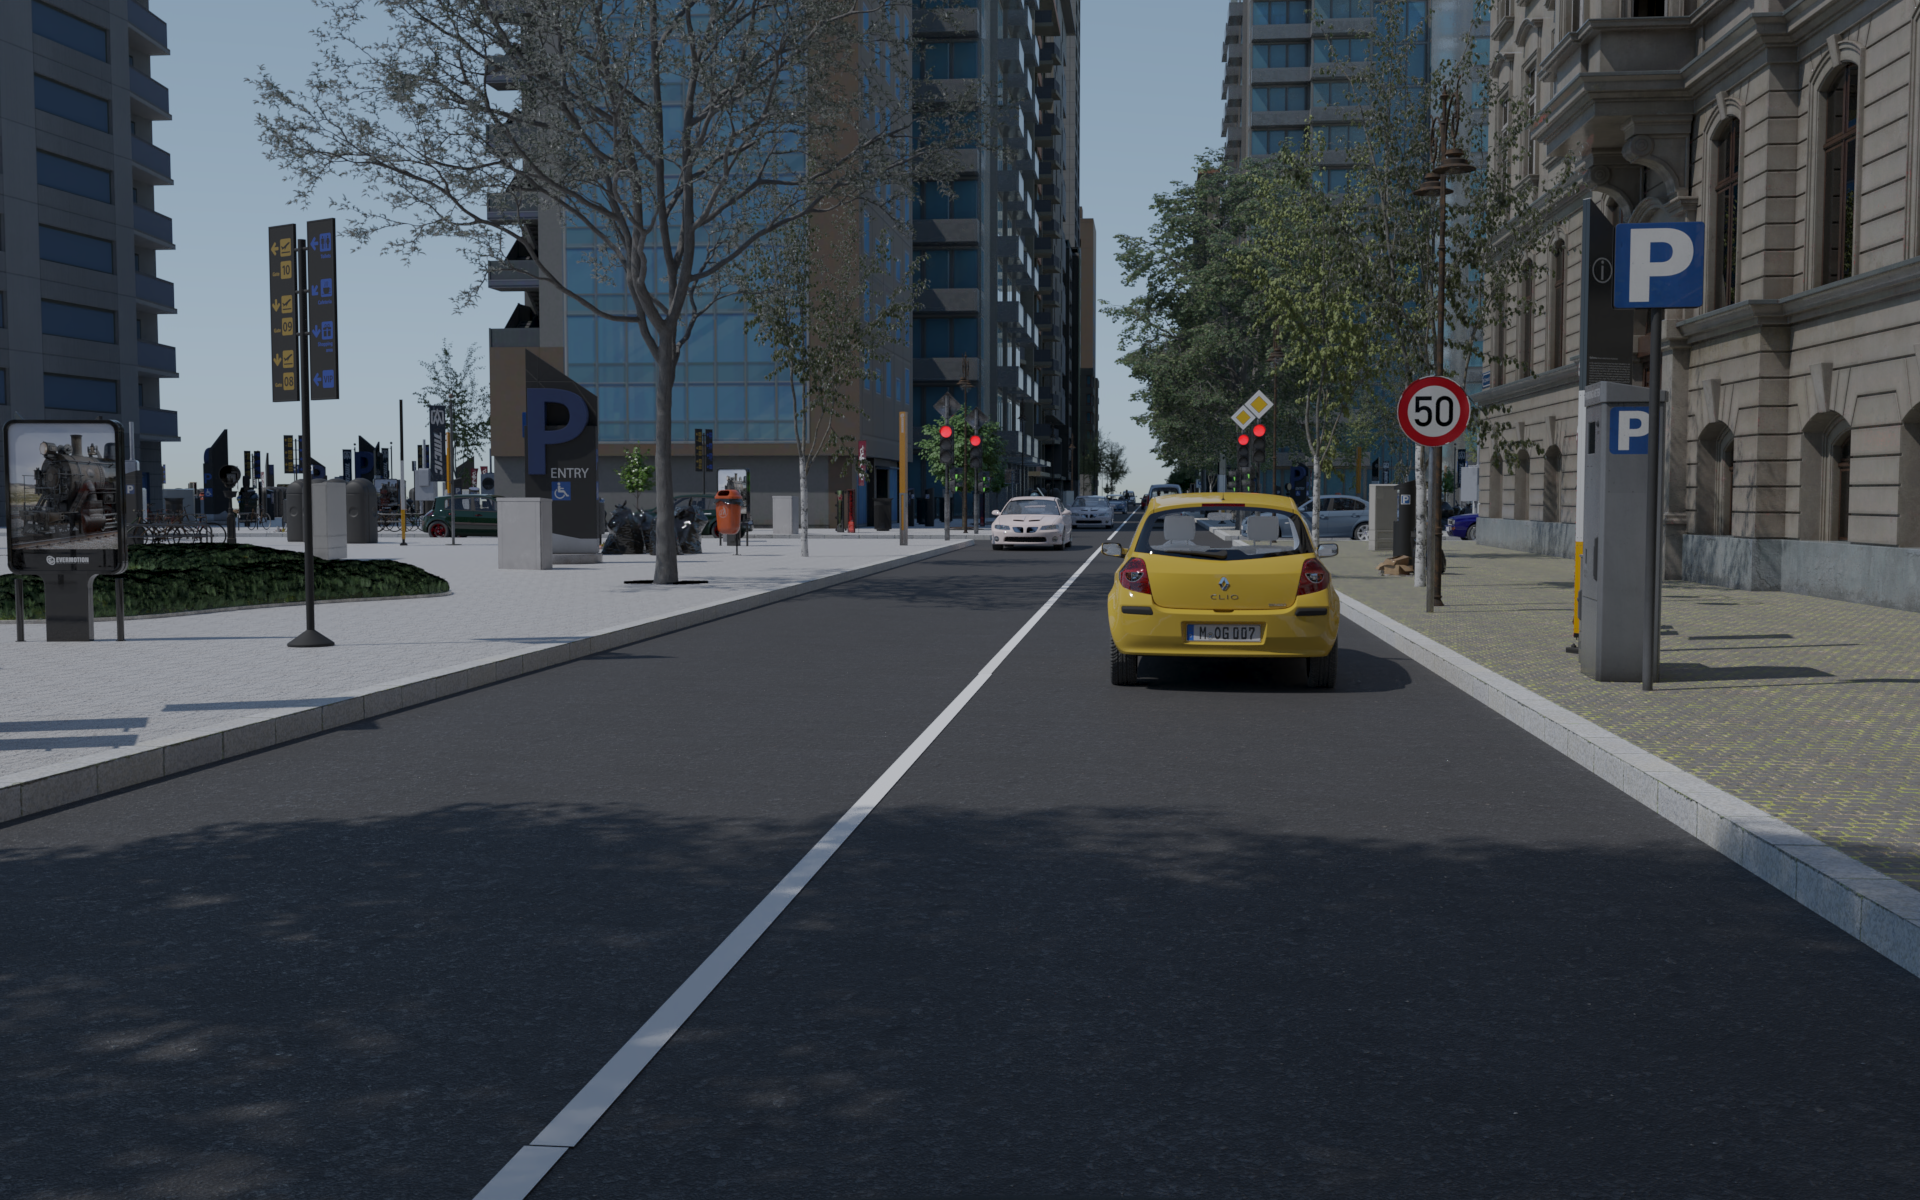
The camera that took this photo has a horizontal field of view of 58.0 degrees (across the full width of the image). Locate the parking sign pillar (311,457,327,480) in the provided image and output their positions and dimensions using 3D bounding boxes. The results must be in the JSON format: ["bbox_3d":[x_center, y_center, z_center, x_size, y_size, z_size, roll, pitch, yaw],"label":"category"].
[{"bbox_3d":[-42.878,-7.767,115.456,1.447,3.967,1.447,-3,5,-39],"label":"parking sign pillar"}]

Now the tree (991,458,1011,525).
[{"bbox_3d":[1.005,-4.791,72.934,1.663,3.219,1.824,0,3,0],"label":"tree"}]

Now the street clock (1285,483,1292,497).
[{"bbox_3d":[21.507,-6.668,113.587,0.358,2.002,0.471,3,5,45],"label":"street clock"}]

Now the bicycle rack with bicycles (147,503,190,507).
[{"bbox_3d":[-27.280,-2.794,59.059,2.852,0.926,2.925,2,4,26],"label":"bicycle rack with bicycles"}]

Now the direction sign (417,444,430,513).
[{"bbox_3d":[-24.552,-5.342,79.331,0.876,3.537,0.379,3,4,38],"label":"direction sign"}]

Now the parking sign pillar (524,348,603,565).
[{"bbox_3d":[-7.372,-2.666,32.060,1.447,3.967,1.447,0,4,-5],"label":"parking sign pillar"}]

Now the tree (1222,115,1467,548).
[{"bbox_3d":[7.407,-5.154,34.636,4.737,8.622,4.395,0,3,0],"label":"tree"}]

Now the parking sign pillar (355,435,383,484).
[{"bbox_3d":[-26.968,-5.540,79.059,1.447,3.967,1.447,2,4,23],"label":"parking sign pillar"}]

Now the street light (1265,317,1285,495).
[{"bbox_3d":[8.260,-4.442,45.412,0.468,5.910,1.993,0,4,6],"label":"street light"}]

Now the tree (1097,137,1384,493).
[{"bbox_3d":[10.078,-9.483,61.699,9.857,13.997,8.962,0,3,0],"label":"tree"}]

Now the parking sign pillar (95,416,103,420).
[{"bbox_3d":[-30.183,-4.389,60.231,1.447,3.967,1.447,1,4,22],"label":"parking sign pillar"}]

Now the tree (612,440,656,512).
[{"bbox_3d":[-11.401,-4.086,61.413,1.663,3.219,1.824,0,3,0],"label":"tree"}]

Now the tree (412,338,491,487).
[{"bbox_3d":[-23.757,-8.082,82.510,4.737,8.622,4.395,0,3,0],"label":"tree"}]

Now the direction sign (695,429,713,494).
[{"bbox_3d":[-8.905,-4.176,60.281,0.379,3.537,0.876,2,4,34],"label":"direction sign"}]

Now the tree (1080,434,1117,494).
[{"bbox_3d":[15.856,-15.665,206.479,4.737,8.622,4.395,0,3,0],"label":"tree"}]

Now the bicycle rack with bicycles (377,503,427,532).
[{"bbox_3d":[-19.324,-2.796,59.091,2.925,0.926,2.852,0,4,5],"label":"bicycle rack with bicycles"}]

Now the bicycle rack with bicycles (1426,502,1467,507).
[{"bbox_3d":[21.575,-3.837,76.117,2.852,0.926,2.925,2,4,28],"label":"bicycle rack with bicycles"}]

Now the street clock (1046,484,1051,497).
[{"bbox_3d":[6.321,-7.268,123.409,0.358,2.002,0.471,1,4,16],"label":"street clock"}]

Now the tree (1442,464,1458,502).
[{"bbox_3d":[31.037,-7.047,109.811,1.663,3.219,1.824,0,3,0],"label":"tree"}]

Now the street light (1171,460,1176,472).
[{"bbox_3d":[29.255,-16.052,235.235,0.468,5.910,1.993,0,4,6],"label":"street light"}]

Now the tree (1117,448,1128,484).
[{"bbox_3d":[23.932,-19.530,269.673,4.737,8.622,4.395,0,3,0],"label":"tree"}]

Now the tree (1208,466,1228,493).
[{"bbox_3d":[19.140,-11.104,131.917,4.360,8.622,3.978,0,3,0],"label":"tree"}]

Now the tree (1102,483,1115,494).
[{"bbox_3d":[21.640,-15.936,255.147,1.663,3.219,1.824,0,3,0],"label":"tree"}]

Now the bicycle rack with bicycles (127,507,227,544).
[{"bbox_3d":[-18.090,-1.573,39.096,2.925,0.926,2.852,-2,4,-25],"label":"bicycle rack with bicycles"}]

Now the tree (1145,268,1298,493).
[{"bbox_3d":[12.752,-10.279,86.192,7.486,12.596,7.792,0,3,0],"label":"tree"}]

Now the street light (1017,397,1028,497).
[{"bbox_3d":[2.975,-6.694,82.237,0.468,5.910,1.993,0,4,6],"label":"street light"}]

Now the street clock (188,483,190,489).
[{"bbox_3d":[-51.441,-6.801,115.759,0.358,2.002,0.471,-2,4,-26],"label":"street clock"}]

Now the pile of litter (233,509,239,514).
[{"bbox_3d":[-47.244,-6.079,113.358,1.176,0.858,1.719,0,4,1],"label":"pile of litter"}]

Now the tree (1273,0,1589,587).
[{"bbox_3d":[6.340,-4.477,23.556,4.360,8.622,3.978,0,3,0],"label":"tree"}]

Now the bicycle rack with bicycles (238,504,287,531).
[{"bbox_3d":[-24.360,-2.967,61.894,2.852,0.926,2.925,0,4,-1],"label":"bicycle rack with bicycles"}]

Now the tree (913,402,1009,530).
[{"bbox_3d":[0.063,-4.778,61.833,4.285,4.588,4.351,0,3,0],"label":"tree"}]

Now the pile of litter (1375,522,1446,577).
[{"bbox_3d":[7.165,-0.839,27.680,1.719,0.858,1.176,-3,5,-45],"label":"pile of litter"}]

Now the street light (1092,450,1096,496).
[{"bbox_3d":[14.217,-12.883,183.416,0.468,5.910,1.993,0,4,6],"label":"street light"}]

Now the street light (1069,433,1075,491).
[{"bbox_3d":[8.563,-9.739,132.017,0.468,5.910,1.993,0,4,6],"label":"street light"}]

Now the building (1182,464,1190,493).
[{"bbox_3d":[42.726,-31.091,280.030,14.160,30.474,14.107,0,4,6],"label":"building"}]

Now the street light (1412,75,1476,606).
[{"bbox_3d":[5.467,-2.870,19.708,0.468,5.910,1.993,0,4,6],"label":"street light"}]

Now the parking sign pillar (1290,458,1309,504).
[{"bbox_3d":[23.717,-8.107,121.018,1.447,3.967,1.447,3,5,39],"label":"parking sign pillar"}]

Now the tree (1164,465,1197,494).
[{"bbox_3d":[25.060,-12.910,194.793,4.285,4.588,4.351,0,3,0],"label":"tree"}]

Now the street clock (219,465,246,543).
[{"bbox_3d":[-18.030,-2.340,42.823,0.471,2.002,0.358,0,4,-8],"label":"street clock"}]

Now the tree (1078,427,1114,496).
[{"bbox_3d":[14.781,-14.598,189.039,4.360,8.622,3.978,0,3,0],"label":"tree"}]

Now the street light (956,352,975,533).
[{"bbox_3d":[0.185,-5.122,56.533,0.468,5.910,1.993,0,4,6],"label":"street light"}]

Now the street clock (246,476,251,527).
[{"bbox_3d":[-28.042,-3.885,68.087,0.358,2.002,0.471,-2,4,-31],"label":"street clock"}]

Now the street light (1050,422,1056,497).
[{"bbox_3d":[5.823,-8.308,108.629,0.468,5.910,1.993,0,4,6],"label":"street light"}]

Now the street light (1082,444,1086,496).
[{"bbox_3d":[11.281,-11.311,157.728,0.468,5.910,1.993,0,4,6],"label":"street light"}]

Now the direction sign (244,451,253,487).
[{"bbox_3d":[-36.955,-6.026,90.520,0.379,3.537,0.876,3,5,43],"label":"direction sign"}]

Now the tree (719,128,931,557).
[{"bbox_3d":[-2.990,-5.178,35.023,4.360,8.622,3.978,0,3,0],"label":"tree"}]

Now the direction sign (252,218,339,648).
[{"bbox_3d":[-5.484,-1.378,14.526,0.876,3.537,0.379,2,4,34],"label":"direction sign"}]

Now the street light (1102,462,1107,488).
[{"bbox_3d":[17.627,-14.795,214.677,0.468,5.910,1.993,0,4,6],"label":"street light"}]

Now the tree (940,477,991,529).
[{"bbox_3d":[0.087,-4.284,64.638,1.663,3.219,1.824,0,3,0],"label":"tree"}]

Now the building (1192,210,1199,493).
[{"bbox_3d":[40.413,-34.626,249.735,14.154,41.232,14.086,0,4,6],"label":"building"}]

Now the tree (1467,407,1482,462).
[{"bbox_3d":[37.246,-10.486,121.805,4.737,8.622,4.395,0,3,0],"label":"tree"}]

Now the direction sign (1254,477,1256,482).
[{"bbox_3d":[19.858,-7.740,118.552,0.876,3.537,0.379,3,5,41],"label":"direction sign"}]

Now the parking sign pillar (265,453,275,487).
[{"bbox_3d":[-45.273,-7.652,113.575,1.447,3.967,1.447,-2,4,-26],"label":"parking sign pillar"}]

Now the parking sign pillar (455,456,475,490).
[{"bbox_3d":[-34.605,-8.117,121.184,1.447,3.967,1.447,-1,4,-8],"label":"parking sign pillar"}]

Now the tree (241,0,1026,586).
[{"bbox_3d":[-4.243,-6.981,24.517,12.009,13.543,11.850,0,3,0],"label":"tree"}]

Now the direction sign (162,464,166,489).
[{"bbox_3d":[-60.628,-8.548,131.760,0.876,3.537,0.379,3,4,38],"label":"direction sign"}]

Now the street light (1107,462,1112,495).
[{"bbox_3d":[20.481,-16.366,240.374,0.468,5.910,1.993,0,4,6],"label":"street light"}]

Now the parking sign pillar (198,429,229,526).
[{"bbox_3d":[-30.554,-5.056,71.134,1.447,3.967,1.447,0,4,5],"label":"parking sign pillar"}]

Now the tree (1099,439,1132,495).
[{"bbox_3d":[24.848,-21.606,287.662,8.767,10.594,7.601,3,5,42],"label":"tree"}]
